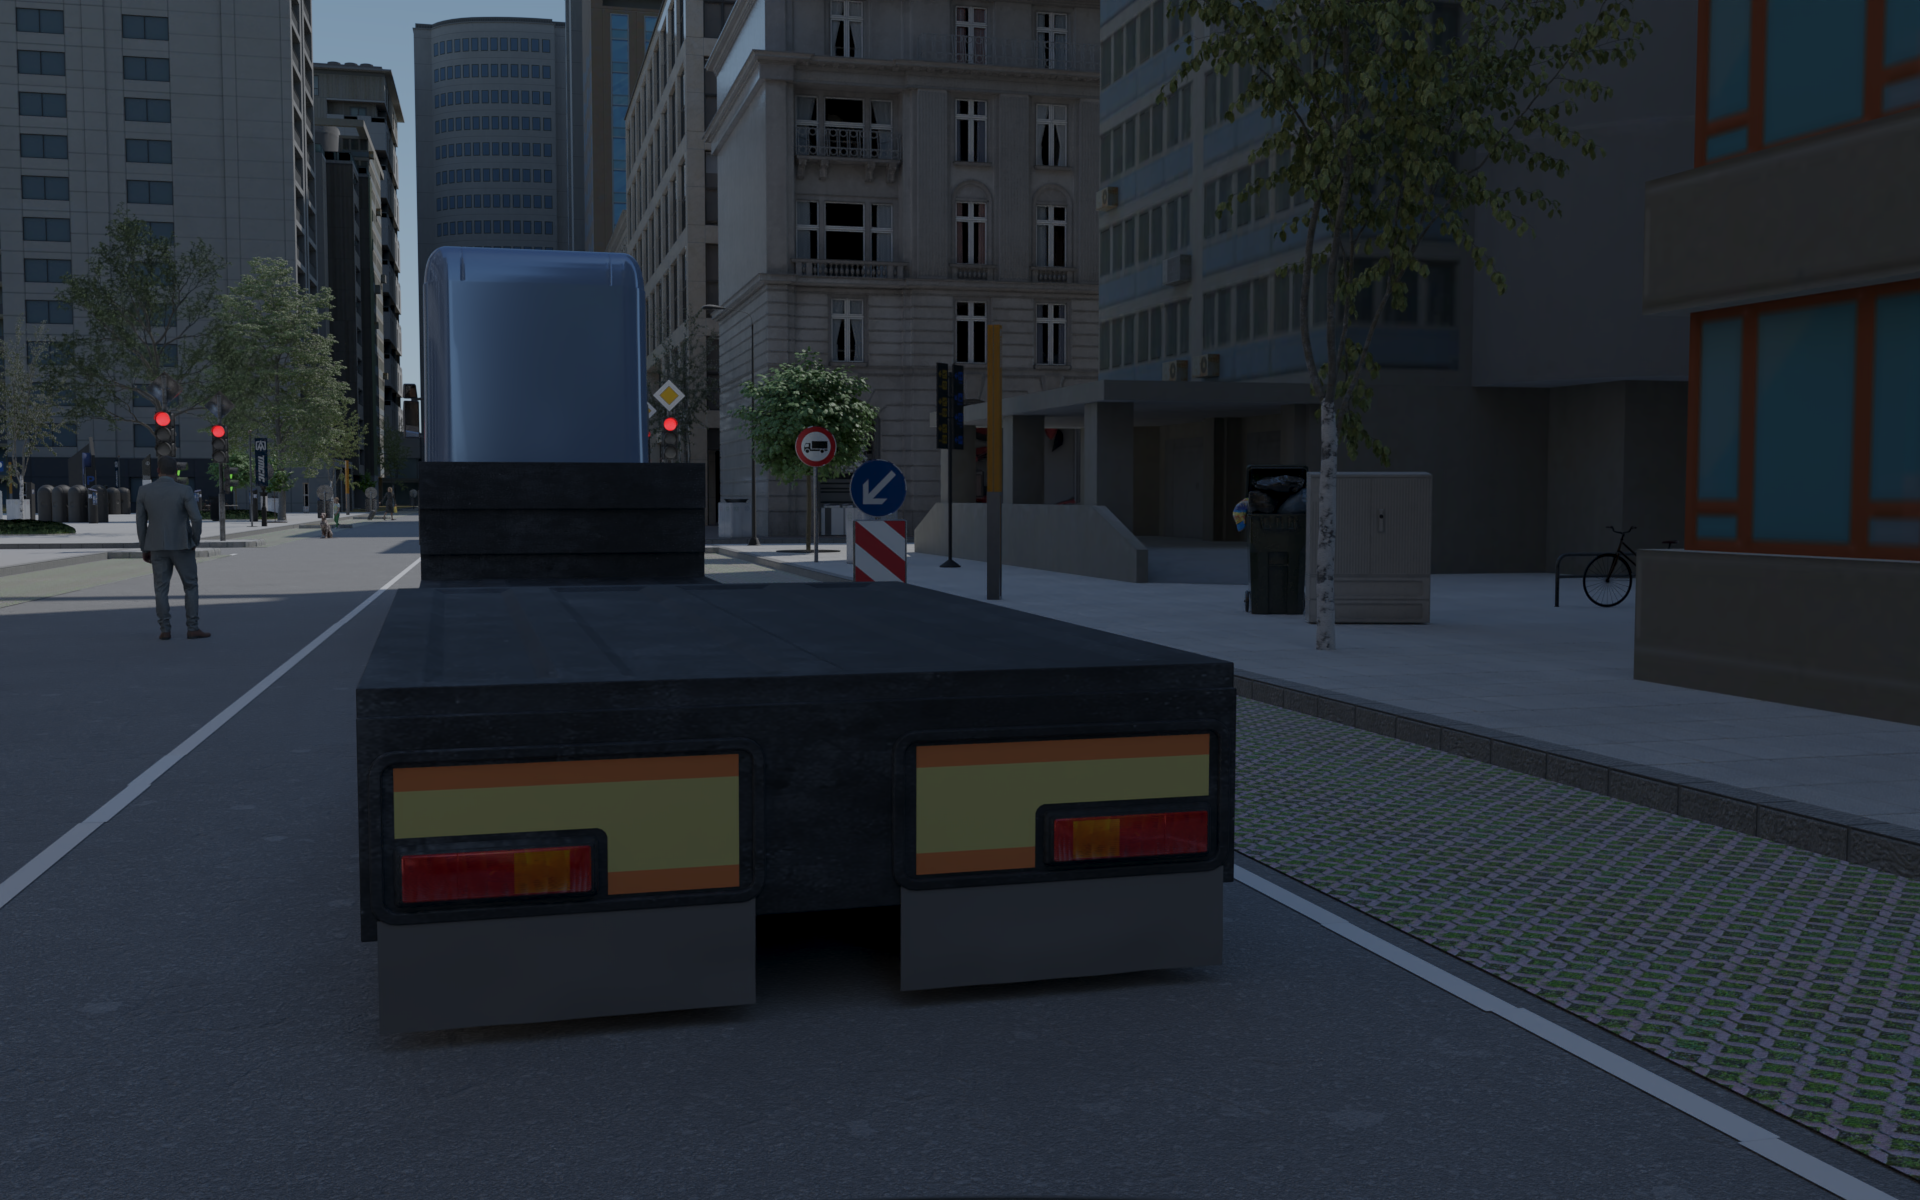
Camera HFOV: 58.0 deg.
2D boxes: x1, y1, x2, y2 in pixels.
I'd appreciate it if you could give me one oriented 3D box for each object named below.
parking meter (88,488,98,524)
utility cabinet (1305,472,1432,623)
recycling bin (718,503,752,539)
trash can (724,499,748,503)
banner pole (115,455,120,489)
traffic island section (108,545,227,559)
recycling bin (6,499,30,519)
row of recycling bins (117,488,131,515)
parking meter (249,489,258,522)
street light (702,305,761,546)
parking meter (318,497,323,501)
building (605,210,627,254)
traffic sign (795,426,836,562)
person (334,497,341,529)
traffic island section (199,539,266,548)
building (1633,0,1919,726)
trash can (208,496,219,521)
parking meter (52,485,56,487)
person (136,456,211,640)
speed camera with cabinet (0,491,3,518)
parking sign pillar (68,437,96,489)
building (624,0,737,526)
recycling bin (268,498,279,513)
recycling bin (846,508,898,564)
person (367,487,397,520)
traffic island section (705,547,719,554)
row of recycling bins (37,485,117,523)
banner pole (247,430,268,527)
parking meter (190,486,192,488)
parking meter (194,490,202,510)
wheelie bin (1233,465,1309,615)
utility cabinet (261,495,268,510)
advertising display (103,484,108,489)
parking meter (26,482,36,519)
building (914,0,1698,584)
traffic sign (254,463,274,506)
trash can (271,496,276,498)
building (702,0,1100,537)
[{"bbox_3d":[-37.622,-4.082,75.153,0.372,1.533,0.369,0,3,0],"label":"parking meter"},{"bbox_3d":[4.030,-0.515,17.106,1.173,1.500,0.318,0,4,3],"label":"utility cabinet"},{"bbox_3d":[-6.542,-2.313,50.366,0.722,1.027,0.722,-3,5,-40],"label":"recycling bin"},{"bbox_3d":[-6.676,-2.448,51.686,0.748,1.137,0.748,0,3,0],"label":"trash can"},{"bbox_3d":[-54.183,-7.427,111.448,0.401,3.779,0.863,0,4,-3],"label":"banner pole"},{"bbox_3d":[-18.167,-1.067,39.724,2.009,0.180,2.903,-1,4,-15],"label":"traffic island section"},{"bbox_3d":[-44.214,-4.205,81.310,0.722,1.027,0.722,1,4,9],"label":"recycling bin"},{"bbox_3d":[-52.972,-6.138,107.469,1.069,1.692,3.534,1,4,19],"label":"row of recycling bins"},{"bbox_3d":[-32.649,-4.381,80.038,0.372,1.533,0.369,0,3,0],"label":"parking meter"},{"bbox_3d":[-5.651,-4.297,42.804,1.470,5.913,1.316,-1,4,-15],"label":"street light"},{"bbox_3d":[-42.695,-6.555,115.591,0.372,1.533,0.369,0,3,0],"label":"parking meter"},{"bbox_3d":[-17.078,-17.035,114.675,11.583,22.565,21.152,-1,4,-15],"label":"building"},{"bbox_3d":[-2.698,-1.978,32.445,0.768,2.556,0.104,-1,4,-10],"label":"traffic sign"},{"bbox_3d":[-25.335,-3.530,70.456,0.306,1.304,0.590,0,4,7],"label":"person"},{"bbox_3d":[-20.213,-1.539,47.443,2.009,0.180,2.903,-1,4,-15],"label":"traffic island section"},{"bbox_3d":[21.723,-9.534,0.920,27.650,21.520,28.899,-1,4,-15],"label":"building"},{"bbox_3d":[-34.937,-4.269,81.456,0.748,1.137,0.748,0,3,0],"label":"trash can"},{"bbox_3d":[-57.516,-6.378,109.997,0.255,1.863,0.399,-2,4,-31],"label":"parking meter"},{"bbox_3d":[-7.781,-0.520,17.095,0.635,1.810,0.391,-1,4,-16],"label":"person"},{"bbox_3d":[-48.484,-5.639,86.526,0.660,3.252,2.038,-3,5,-44],"label":"speed camera with cabinet"},{"bbox_3d":[-40.762,-5.666,81.112,1.447,3.967,1.447,-2,4,-30],"label":"parking sign pillar"},{"bbox_3d":[-5.982,-17.348,88.158,19.350,26.468,34.151,-1,4,-15],"label":"building"},{"bbox_3d":[-42.030,-5.736,106.340,0.722,1.027,0.722,-3,5,-41],"label":"recycling bin"},{"bbox_3d":[-1.615,-1.175,31.772,0.722,1.027,0.722,-2,4,-33],"label":"recycling bin"},{"bbox_3d":[-31.446,-5.237,94.342,1.509,1.804,0.699,0,4,0],"label":"person"},{"bbox_3d":[-7.105,-1.245,42.640,2.009,0.180,2.903,-1,4,-15],"label":"traffic island section"},{"bbox_3d":[-39.926,-4.330,77.910,3.534,1.692,1.069,1,4,14],"label":"row of recycling bins"},{"bbox_3d":[-27.440,-4.747,67.629,0.863,3.779,0.401,-2,4,-26],"label":"banner pole"},{"bbox_3d":[-50.138,-6.540,112.642,0.399,1.863,0.255,-2,4,-27],"label":"parking meter"},{"bbox_3d":[-44.392,-5.657,100.907,0.372,1.533,0.369,0,3,0],"label":"parking meter"},{"bbox_3d":[3.431,-0.654,18.595,0.980,1.594,0.693,0,4,6],"label":"wheelie bin"},{"bbox_3d":[-41.512,-5.637,103.322,0.306,1.237,1.020,-1,4,-16],"label":"utility cabinet"},{"bbox_3d":[-56.941,-6.741,115.436,0.123,1.923,0.974,-2,4,-35],"label":"advertising display"},{"bbox_3d":[-45.755,-4.867,85.290,0.255,1.863,0.399,0,4,-2],"label":"parking meter"},{"bbox_3d":[16.337,-20.955,34.492,32.217,40.220,23.993,-1,4,-15],"label":"building"},{"bbox_3d":[-27.636,-4.200,68.780,0.768,2.556,0.104,0,4,-7],"label":"traffic sign"},{"bbox_3d":[-44.724,-6.229,113.491,0.748,1.137,0.748,0,3,0],"label":"trash can"},{"bbox_3d":[3.888,-13.349,60.063,24.055,21.916,13.314,-1,4,-15],"label":"building"}]
